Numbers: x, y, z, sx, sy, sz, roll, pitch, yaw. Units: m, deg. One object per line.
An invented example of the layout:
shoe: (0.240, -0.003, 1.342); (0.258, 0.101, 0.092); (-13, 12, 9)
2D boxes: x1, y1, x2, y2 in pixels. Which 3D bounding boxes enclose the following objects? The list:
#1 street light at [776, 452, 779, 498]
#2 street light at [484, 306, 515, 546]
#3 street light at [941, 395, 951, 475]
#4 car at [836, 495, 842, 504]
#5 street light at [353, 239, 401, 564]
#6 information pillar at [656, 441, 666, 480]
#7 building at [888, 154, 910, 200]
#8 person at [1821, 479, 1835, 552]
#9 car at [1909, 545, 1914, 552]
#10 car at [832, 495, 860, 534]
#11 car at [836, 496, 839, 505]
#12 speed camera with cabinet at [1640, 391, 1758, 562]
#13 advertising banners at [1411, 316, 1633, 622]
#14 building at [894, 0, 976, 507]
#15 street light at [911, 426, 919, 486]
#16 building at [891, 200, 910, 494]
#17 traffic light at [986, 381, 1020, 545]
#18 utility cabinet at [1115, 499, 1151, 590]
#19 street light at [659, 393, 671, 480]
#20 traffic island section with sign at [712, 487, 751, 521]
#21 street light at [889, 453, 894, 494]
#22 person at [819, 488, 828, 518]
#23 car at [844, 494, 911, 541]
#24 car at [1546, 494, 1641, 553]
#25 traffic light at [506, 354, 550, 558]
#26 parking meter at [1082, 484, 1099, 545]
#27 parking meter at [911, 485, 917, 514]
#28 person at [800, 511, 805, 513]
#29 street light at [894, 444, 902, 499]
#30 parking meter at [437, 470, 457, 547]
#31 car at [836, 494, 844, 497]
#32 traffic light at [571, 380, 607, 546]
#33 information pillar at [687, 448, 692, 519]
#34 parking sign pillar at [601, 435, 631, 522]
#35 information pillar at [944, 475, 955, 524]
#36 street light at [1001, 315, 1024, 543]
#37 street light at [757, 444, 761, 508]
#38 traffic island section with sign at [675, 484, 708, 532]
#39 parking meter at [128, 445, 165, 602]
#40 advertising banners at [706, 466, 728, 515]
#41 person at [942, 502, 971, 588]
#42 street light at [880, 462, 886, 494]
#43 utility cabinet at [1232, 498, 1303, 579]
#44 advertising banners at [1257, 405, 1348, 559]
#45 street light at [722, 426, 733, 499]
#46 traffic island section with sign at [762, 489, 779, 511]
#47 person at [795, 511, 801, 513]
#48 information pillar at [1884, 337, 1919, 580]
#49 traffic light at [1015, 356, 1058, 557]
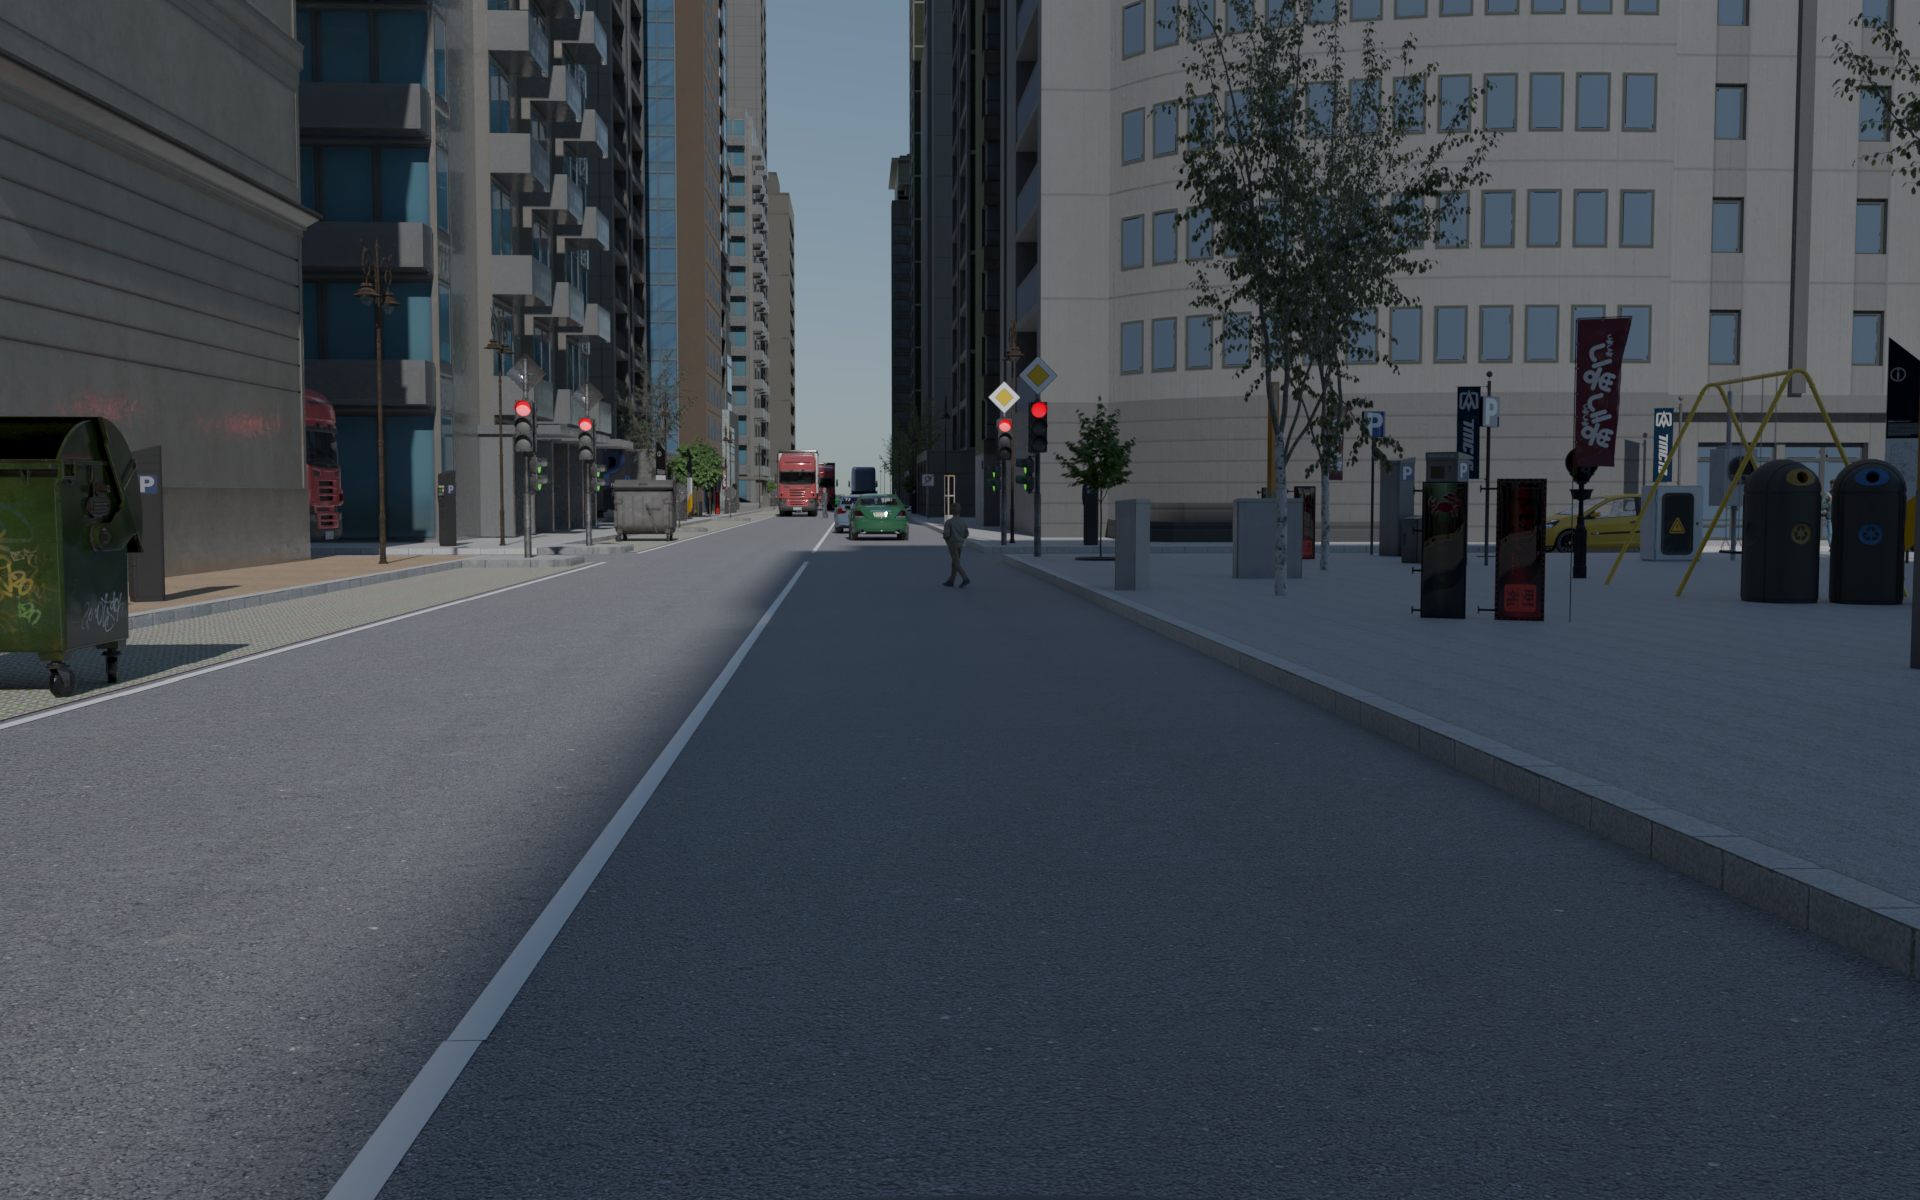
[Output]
street light: (-20.248, -13.428, 192.330); (0.468, 5.910, 1.993); (0, 4, -3)
street light: (-11.355, -4.284, 42.823); (0.468, 5.910, 1.993); (0, 4, -3)
street light: (-0.670, -6.614, 80.927); (0.468, 5.910, 1.993); (0, 4, -3)
car: (-14.691, -11.708, 203.779); (2.083, 1.381, 4.827); (0, 4, -3)
street light: (-10.605, -3.601, 31.667); (0.468, 5.910, 1.993); (0, 4, -3)
information pillar: (-13.292, -5.230, 76.863); (0.183, 3.616, 0.504); (3, 5, 42)
building: (3.744, -41.285, 264.251); (28.713, 52.752, 27.495); (0, 4, -3)
person: (20.408, -1.933, 40.447); (0.623, 1.781, 0.721); (-1, 4, -21)
car: (24.476, -1.922, 40.106); (5.304, 1.827, 2.281); (0, 4, -4)
car: (-3.733, -3.187, 64.114); (2.014, 1.417, 4.499); (0, 4, -2)
car: (-13.878, -10.759, 184.712); (1.959, 1.807, 4.718); (0, 4, -4)
speed camera with cabinet: (14.141, -2.373, 33.133); (2.038, 3.252, 0.660); (0, 4, -6)
advertising banners: (5.644, -1.302, 17.484); (2.074, 3.025, 0.090); (2, 4, 24)
building: (1.761, -48.130, 225.173); (20.563, 71.187, 20.611); (0, 4, -3)
street light: (-3.295, -9.157, 122.510); (0.468, 5.910, 1.993); (0, 4, -3)
building: (-2.653, -34.225, 243.168); (14.154, 41.232, 14.086); (0, 4, -3)
traffic light: (1.084, -3.329, 43.345); (0.839, 4.253, 0.868); (0, 4, -3)
utility cabinet: (2.340, -0.757, 23.533); (0.306, 1.237, 1.020); (1, 4, 17)
street light: (-13.402, -6.491, 78.917); (0.468, 5.910, 1.993); (0, 4, -3)
traffic island section with sign: (-12.227, -5.137, 92.612); (1.989, 1.847, 2.006); (0, 4, -3)
street light: (-8.239, -14.223, 205.327); (0.468, 5.910, 1.993); (0, 4, -3)
person: (-8.112, -5.756, 102.793); (0.590, 1.801, 0.661); (0, 4, -8)
car: (-2.593, -2.630, 54.791); (2.131, 1.459, 4.920); (0, 4, -5)
car: (15.512, -1.919, 41.604); (3.980, 1.641, 2.015); (0, 4, -2)
traffic light: (-8.675, -2.802, 34.741); (0.839, 4.253, 0.868); (0, 4, -3)
parking meter: (3.265, -2.305, 43.394); (0.399, 1.863, 0.255); (1, 4, 11)
parking meter: (-2.933, -6.500, 111.990); (0.399, 1.863, 0.255); (0, 4, 7)
person: (-12.290, -7.705, 134.469); (1.348, 1.826, 0.705); (-2, 4, -31)
street light: (-5.541, -11.354, 158.422); (0.468, 5.910, 1.993); (0, 4, -3)
parking meter: (-12.548, -2.242, 42.360); (0.255, 1.863, 0.399); (2, 4, 30)
car: (-16.735, -13.998, 240.866); (2.014, 1.417, 4.499); (0, 4, -4)
traffic light: (-9.158, -3.290, 42.711); (0.839, 4.253, 0.868); (0, 4, -3)
information pillar: (-13.731, -5.906, 87.923); (0.183, 3.616, 0.504); (-2, 4, -30)
parking sign pillar: (-15.607, -5.523, 78.778); (1.447, 3.967, 1.447); (2, 4, 32)
information pillar: (-0.408, -3.875, 67.854); (0.304, 2.012, 0.304); (-2, 4, -31)
street light: (1.362, -4.417, 45.002); (0.468, 5.910, 1.993); (0, 4, -3)
street light: (-18.107, -11.231, 156.412); (0.468, 5.910, 1.993); (0, 4, -3)
traffic island section with sign: (-10.575, -3.473, 65.418); (1.989, 1.847, 2.006); (0, 4, -3)
parking meter: (-9.717, -0.911, 20.612); (0.399, 1.863, 0.255); (-3, 5, -40)
advertising banners: (-15.214, -6.864, 108.407); (0.090, 3.025, 2.074); (2, 4, 33)
person: (-0.077, -0.846, 26.605); (0.640, 1.303, 0.475); (3, 5, 41)
street light: (-10.503, -16.419, 241.238); (0.468, 5.910, 1.993); (0, 4, -3)
utility cabinet: (4.689, -0.933, 26.422); (1.020, 1.237, 0.306); (0, 4, -6)
advertising banners: (6.740, -2.311, 33.965); (2.074, 3.025, 0.090); (-1, 4, -22)
street light: (-15.503, -8.688, 114.838); (0.468, 5.910, 1.993); (0, 4, -3)
traffic island section with sign: (-15.255, -8.202, 142.722); (1.989, 1.847, 2.006); (0, 4, -3)
person: (-12.359, -7.551, 132.049); (1.350, 1.814, 0.705); (-3, 5, -45)
information pillar: (14.036, -2.108, 25.823); (0.504, 3.616, 0.183); (1, 4, 22)
traffic light: (1.566, -2.841, 35.375); (0.839, 4.253, 0.868); (0, 4, -3)
